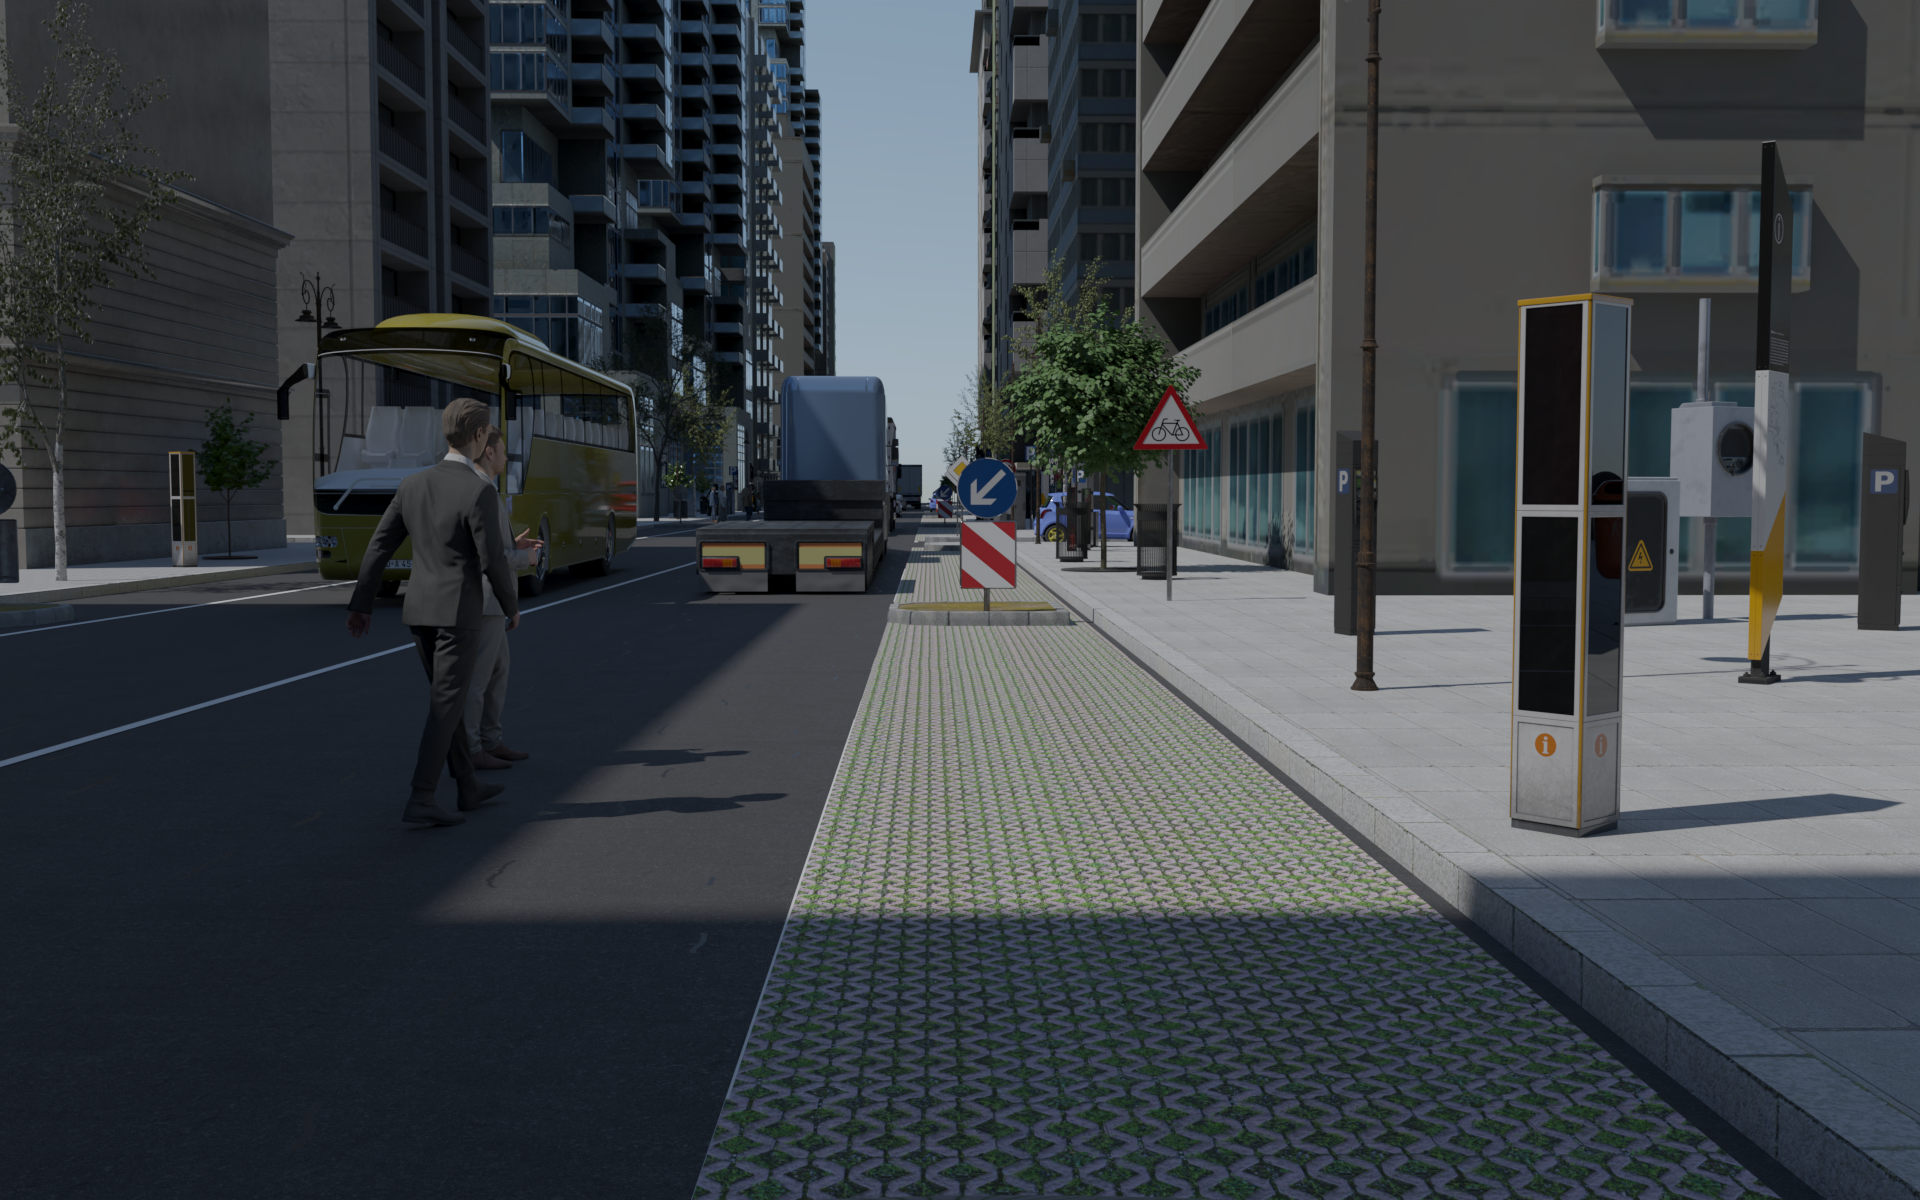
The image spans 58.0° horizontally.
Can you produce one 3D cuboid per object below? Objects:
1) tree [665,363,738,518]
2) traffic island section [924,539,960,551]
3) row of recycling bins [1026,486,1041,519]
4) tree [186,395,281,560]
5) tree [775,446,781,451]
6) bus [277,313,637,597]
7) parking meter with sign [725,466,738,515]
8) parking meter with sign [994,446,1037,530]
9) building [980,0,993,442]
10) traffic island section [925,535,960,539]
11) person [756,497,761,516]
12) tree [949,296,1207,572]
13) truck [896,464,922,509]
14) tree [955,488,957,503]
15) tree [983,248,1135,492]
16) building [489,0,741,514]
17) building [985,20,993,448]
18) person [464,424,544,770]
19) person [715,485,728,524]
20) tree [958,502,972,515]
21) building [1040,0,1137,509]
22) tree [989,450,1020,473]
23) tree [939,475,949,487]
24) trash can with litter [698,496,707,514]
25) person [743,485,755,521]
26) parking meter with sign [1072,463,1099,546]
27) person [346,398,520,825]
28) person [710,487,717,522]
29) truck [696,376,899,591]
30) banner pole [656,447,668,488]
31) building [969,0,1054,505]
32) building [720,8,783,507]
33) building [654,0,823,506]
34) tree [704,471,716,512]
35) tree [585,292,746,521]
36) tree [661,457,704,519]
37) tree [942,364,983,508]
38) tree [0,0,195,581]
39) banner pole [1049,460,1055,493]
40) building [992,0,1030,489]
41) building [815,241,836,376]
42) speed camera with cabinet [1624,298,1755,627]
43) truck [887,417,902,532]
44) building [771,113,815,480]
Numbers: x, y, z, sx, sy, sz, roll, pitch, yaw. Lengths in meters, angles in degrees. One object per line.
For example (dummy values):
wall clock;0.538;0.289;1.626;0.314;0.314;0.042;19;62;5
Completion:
tree;-14.271;-8.810;94.408;4.737;8.622;4.395;0;3;0
traffic island section;0.078;-1.374;44.743;2.009;0.180;2.903;0;4;-1
row of recycling bins;2.848;-5.070;90.004;3.534;1.692;1.069;1;4;18
tree;-14.383;-2.411;34.023;1.663;3.219;1.824;0;3;0
tree;-16.844;-18.013;204.882;12.009;13.543;11.850;0;3;0
bus;-7.216;-2.192;27.387;2.896;3.916;12.252;0;4;-3
parking meter with sign;-14.370;-6.843;108.142;0.543;3.016;1.738;1;4;8
parking meter with sign;1.957;-4.022;62.019;1.738;3.016;0.543;-3;5;-42
building;11.248;-49.669;250.344;20.563;71.187;20.611;0;4;-1
traffic island section;-0.058;-1.862;52.727;2.009;0.180;2.903;0;4;-1
person;-13.058;-6.044;112.000;0.352;1.250;0.332;1;4;16
tree;2.380;-2.768;28.977;4.285;4.588;4.351;0;3;0
truck;-5.013;-11.016;169.018;2.839;4.237;11.283;0;4;-2
tree;-0.484;-16.139;258.478;1.663;3.219;1.824;0;3;0
tree;3.452;-6.271;52.901;4.737;8.622;4.395;0;3;0
building;-27.935;-50.659;140.954;22.319;86.520;31.000;0;4;-1
building;13.554;-30.866;159.278;22.147;44.769;28.867;0;4;-1
person;-2.415;-0.024;9.093;0.583;1.804;0.606;-2;4;-35
person;-9.666;-3.750;70.043;0.641;1.798;0.478;1;4;21
tree;1.067;-6.872;106.953;1.663;3.219;1.824;0;3;0
building;15.797;-23.156;70.490;23.993;40.220;32.217;0;4;-1
tree;1.927;-4.973;75.910;1.663;3.219;1.824;0;3;0
tree;-1.269;-16.324;250.606;4.285;4.588;4.351;0;3;0
trash can with litter;-16.574;-6.120;111.448;0.624;1.170;1.055;-1;4;-16
person;-9.138;-4.067;74.912;0.656;1.842;0.836;1;4;18
parking meter with sign;2.987;-2.787;41.832;0.543;3.016;1.738;1;4;16
person;-2.219;0.038;7.654;0.659;1.850;0.755;2;4;28
person;-12.640;-4.906;88.901;0.419;1.800;0.721;-1;4;-18
truck;-2.755;-2.690;33.748;2.967;4.110;18.799;0;4;-1
banner pole;-15.819;-6.220;91.711;0.863;3.779;0.401;-3;5;-43
building;15.655;-36.576;187.260;28.713;52.752;27.495;0;4;-1
building;-29.569;-33.865;173.302;23.786;49.044;30.456;0;4;-1
building;-29.772;-57.259;248.850;22.319;86.520;31.000;0;4;-1
tree;-18.482;-7.877;123.385;1.663;3.219;1.824;0;3;0
tree;-14.240;-8.946;80.684;8.767;10.594;7.601;0;4;-7
tree;-14.575;-5.849;90.233;1.663;3.219;1.824;0;3;0
tree;1.624;-8.975;97.103;4.737;8.622;4.395;0;3;0
tree;-13.531;-4.584;25.314;4.360;8.622;3.978;0;3;0
banner pole;5.074;-6.601;97.944;0.863;3.779;0.401;1;4;14
building;9.539;-27.785;137.878;14.154;41.232;14.086;0;4;-1
building;-26.941;-36.038;272.810;14.154;41.232;14.086;0;4;-1
speed camera with cabinet;6.989;-1.397;17.173;2.038;3.252;0.660;-2;4;-24
truck;-3.784;-4.868;68.508;2.839;4.237;11.283;0;4;-1
building;-30.178;-36.700;223.748;21.300;48.544;21.600;0;4;-1
